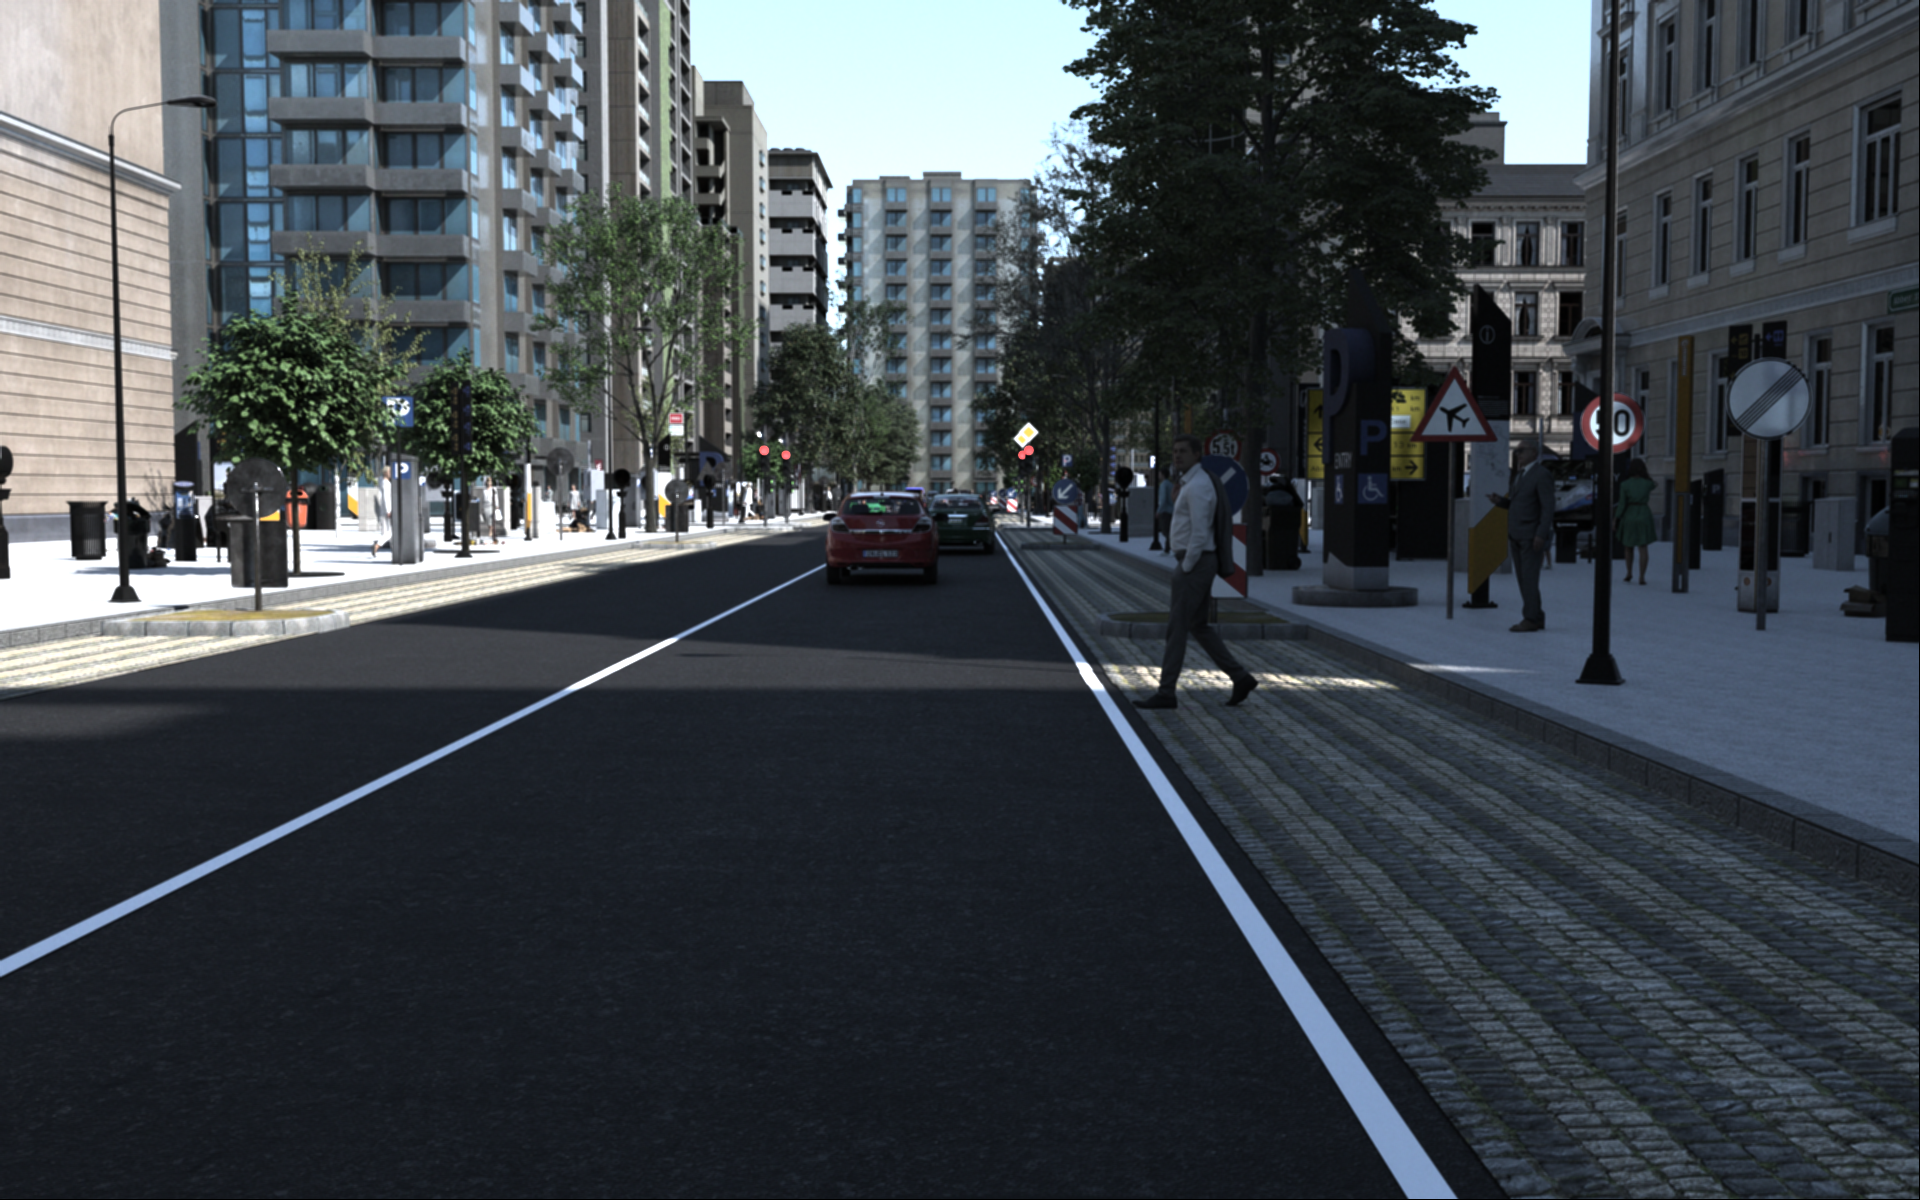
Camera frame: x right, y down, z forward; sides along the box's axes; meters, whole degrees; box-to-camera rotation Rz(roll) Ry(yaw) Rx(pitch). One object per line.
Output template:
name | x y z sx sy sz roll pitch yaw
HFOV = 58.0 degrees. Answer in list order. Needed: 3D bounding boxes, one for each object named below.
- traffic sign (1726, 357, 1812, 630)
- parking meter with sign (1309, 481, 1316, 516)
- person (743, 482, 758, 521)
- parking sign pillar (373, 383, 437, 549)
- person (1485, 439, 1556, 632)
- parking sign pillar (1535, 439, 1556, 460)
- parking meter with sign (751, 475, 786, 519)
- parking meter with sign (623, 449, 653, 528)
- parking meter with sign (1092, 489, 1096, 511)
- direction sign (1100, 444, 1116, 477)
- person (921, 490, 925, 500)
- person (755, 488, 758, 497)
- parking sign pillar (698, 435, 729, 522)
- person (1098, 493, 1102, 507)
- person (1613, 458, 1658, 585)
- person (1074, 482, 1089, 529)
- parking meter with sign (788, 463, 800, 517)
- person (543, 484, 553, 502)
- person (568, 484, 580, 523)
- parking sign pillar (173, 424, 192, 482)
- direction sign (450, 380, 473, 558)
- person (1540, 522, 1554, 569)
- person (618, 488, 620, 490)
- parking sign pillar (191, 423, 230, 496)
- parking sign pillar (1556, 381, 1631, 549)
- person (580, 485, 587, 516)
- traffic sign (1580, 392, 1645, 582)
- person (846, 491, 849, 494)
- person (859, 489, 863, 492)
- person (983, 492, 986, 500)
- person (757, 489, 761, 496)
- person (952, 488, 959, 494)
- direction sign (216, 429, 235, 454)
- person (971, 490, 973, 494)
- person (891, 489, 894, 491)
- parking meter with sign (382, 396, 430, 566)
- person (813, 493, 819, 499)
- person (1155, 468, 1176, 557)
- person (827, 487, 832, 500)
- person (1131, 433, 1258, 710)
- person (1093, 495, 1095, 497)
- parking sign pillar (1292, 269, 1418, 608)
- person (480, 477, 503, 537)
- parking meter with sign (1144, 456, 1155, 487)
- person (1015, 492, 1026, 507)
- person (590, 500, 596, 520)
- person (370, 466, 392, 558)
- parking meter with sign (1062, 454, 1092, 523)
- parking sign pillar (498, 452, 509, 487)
traffic sign | 7.558 -0.988 16.268 0.768 2.556 0.104 0 4 7
parking meter with sign | 20.764 -6.448 101.689 0.543 3.016 1.738 -2 4 -25
person | -9.849 -4.600 81.138 0.818 1.842 0.514 -1 4 -18
parking sign pillar | -13.278 -3.232 41.316 1.447 3.967 1.447 0 4 -2
person | 5.274 -0.616 16.293 0.590 1.801 0.661 -1 4 -13
parking sign pillar | 28.714 -5.877 84.556 1.447 3.967 1.447 2 4 27
parking meter with sign | -9.863 -5.676 89.071 1.738 3.016 0.543 0 4 3
parking meter with sign | -12.649 -4.295 66.486 1.738 3.016 0.543 1 4 13
parking meter with sign | 9.348 -7.901 125.442 0.543 3.016 1.738 2 4 26
direction sign | 6.717 -5.311 78.824 0.876 3.537 0.379 -2 4 -31
person | -2.943 -8.038 140.202 0.573 1.790 0.520 -1 4 -21
person | -16.804 -8.292 142.206 0.643 1.750 0.593 2 4 25
parking sign pillar | -11.311 -5.558 79.341 1.447 3.967 1.447 0 4 4
person | 14.167 -10.088 174.216 0.697 1.427 0.421 -1 4 -21
person | 9.633 -1.125 24.679 0.600 1.795 0.529 0 4 7
person | 4.383 -3.444 63.183 0.643 1.720 0.563 1 4 9
parking meter with sign | -10.003 -6.254 98.506 1.738 3.016 0.543 0 4 0
person | -21.857 -5.238 91.865 0.511 1.800 0.466 1 4 13
person | -16.881 -4.206 75.566 0.760 1.731 0.466 3 5 39
parking sign pillar | -28.669 -4.610 63.852 1.447 3.967 1.447 0 4 3
direction sign | -10.009 -2.619 34.812 0.379 3.537 0.876 -3 5 -42
person | 9.955 -1.149 29.513 0.332 1.250 0.352 -1 4 -14
person | -24.872 -7.315 126.230 0.643 1.750 0.593 2 4 32
parking sign pillar | -23.668 -4.135 56.086 1.447 3.967 1.447 2 4 28
parking sign pillar | 15.074 -3.200 40.786 1.447 3.967 1.447 3 4 37
person | -20.988 -5.539 96.699 0.635 1.810 0.391 0 4 8
traffic sign | 8.167 -1.324 21.754 0.768 2.556 0.104 1 4 9
person | -14.085 -12.795 216.176 0.436 1.711 0.756 -1 4 -11
person | -4.804 -4.586 84.484 0.512 1.701 0.522 -3 5 -43
person | 2.759 -11.496 197.266 0.445 1.727 0.742 0 4 -1
person | -18.186 -9.091 154.769 1.348 1.812 0.705 2 4 26
person | -0.251 -7.048 123.639 0.836 1.842 0.656 3 5 44
direction sign | -22.175 -3.715 52.734 0.876 3.537 0.379 0 4 -4
person | 1.094 -8.674 150.495 0.590 1.801 0.661 -2 4 -24
person | -5.051 -7.494 131.205 0.419 1.800 0.721 -3 5 -43
parking meter with sign | -10.176 -2.174 31.806 0.543 3.016 1.738 -1 4 -10
person | -16.512 -11.630 199.379 0.799 1.438 0.628 1 4 14
person | 4.304 -1.811 35.665 0.620 1.820 0.660 2 4 25
person | -10.149 -7.800 133.452 0.818 1.842 0.514 -3 5 -41
person | 1.570 -0.180 11.546 0.850 1.850 0.679 0 4 3
person | 15.595 -12.178 205.943 0.721 1.735 1.217 -2 4 -35
parking sign pillar | 4.617 -1.938 20.158 1.447 3.967 1.447 0 4 -4
person | -13.919 -2.754 51.426 0.694 1.780 0.624 1 4 22
parking meter with sign | 8.187 -5.100 79.646 1.738 3.016 0.543 3 5 42
person | 6.029 -9.992 169.394 1.348 1.826 0.705 -2 4 -32
person | -17.900 -4.861 85.438 0.836 1.842 0.656 1 4 23
person | -11.400 -1.741 34.390 0.514 1.842 0.818 3 5 42
parking meter with sign | 5.139 -4.933 76.915 0.543 3.016 1.738 2 4 30
parking sign pillar | -20.431 -5.440 77.423 1.447 3.967 1.447 -1 4 -17
